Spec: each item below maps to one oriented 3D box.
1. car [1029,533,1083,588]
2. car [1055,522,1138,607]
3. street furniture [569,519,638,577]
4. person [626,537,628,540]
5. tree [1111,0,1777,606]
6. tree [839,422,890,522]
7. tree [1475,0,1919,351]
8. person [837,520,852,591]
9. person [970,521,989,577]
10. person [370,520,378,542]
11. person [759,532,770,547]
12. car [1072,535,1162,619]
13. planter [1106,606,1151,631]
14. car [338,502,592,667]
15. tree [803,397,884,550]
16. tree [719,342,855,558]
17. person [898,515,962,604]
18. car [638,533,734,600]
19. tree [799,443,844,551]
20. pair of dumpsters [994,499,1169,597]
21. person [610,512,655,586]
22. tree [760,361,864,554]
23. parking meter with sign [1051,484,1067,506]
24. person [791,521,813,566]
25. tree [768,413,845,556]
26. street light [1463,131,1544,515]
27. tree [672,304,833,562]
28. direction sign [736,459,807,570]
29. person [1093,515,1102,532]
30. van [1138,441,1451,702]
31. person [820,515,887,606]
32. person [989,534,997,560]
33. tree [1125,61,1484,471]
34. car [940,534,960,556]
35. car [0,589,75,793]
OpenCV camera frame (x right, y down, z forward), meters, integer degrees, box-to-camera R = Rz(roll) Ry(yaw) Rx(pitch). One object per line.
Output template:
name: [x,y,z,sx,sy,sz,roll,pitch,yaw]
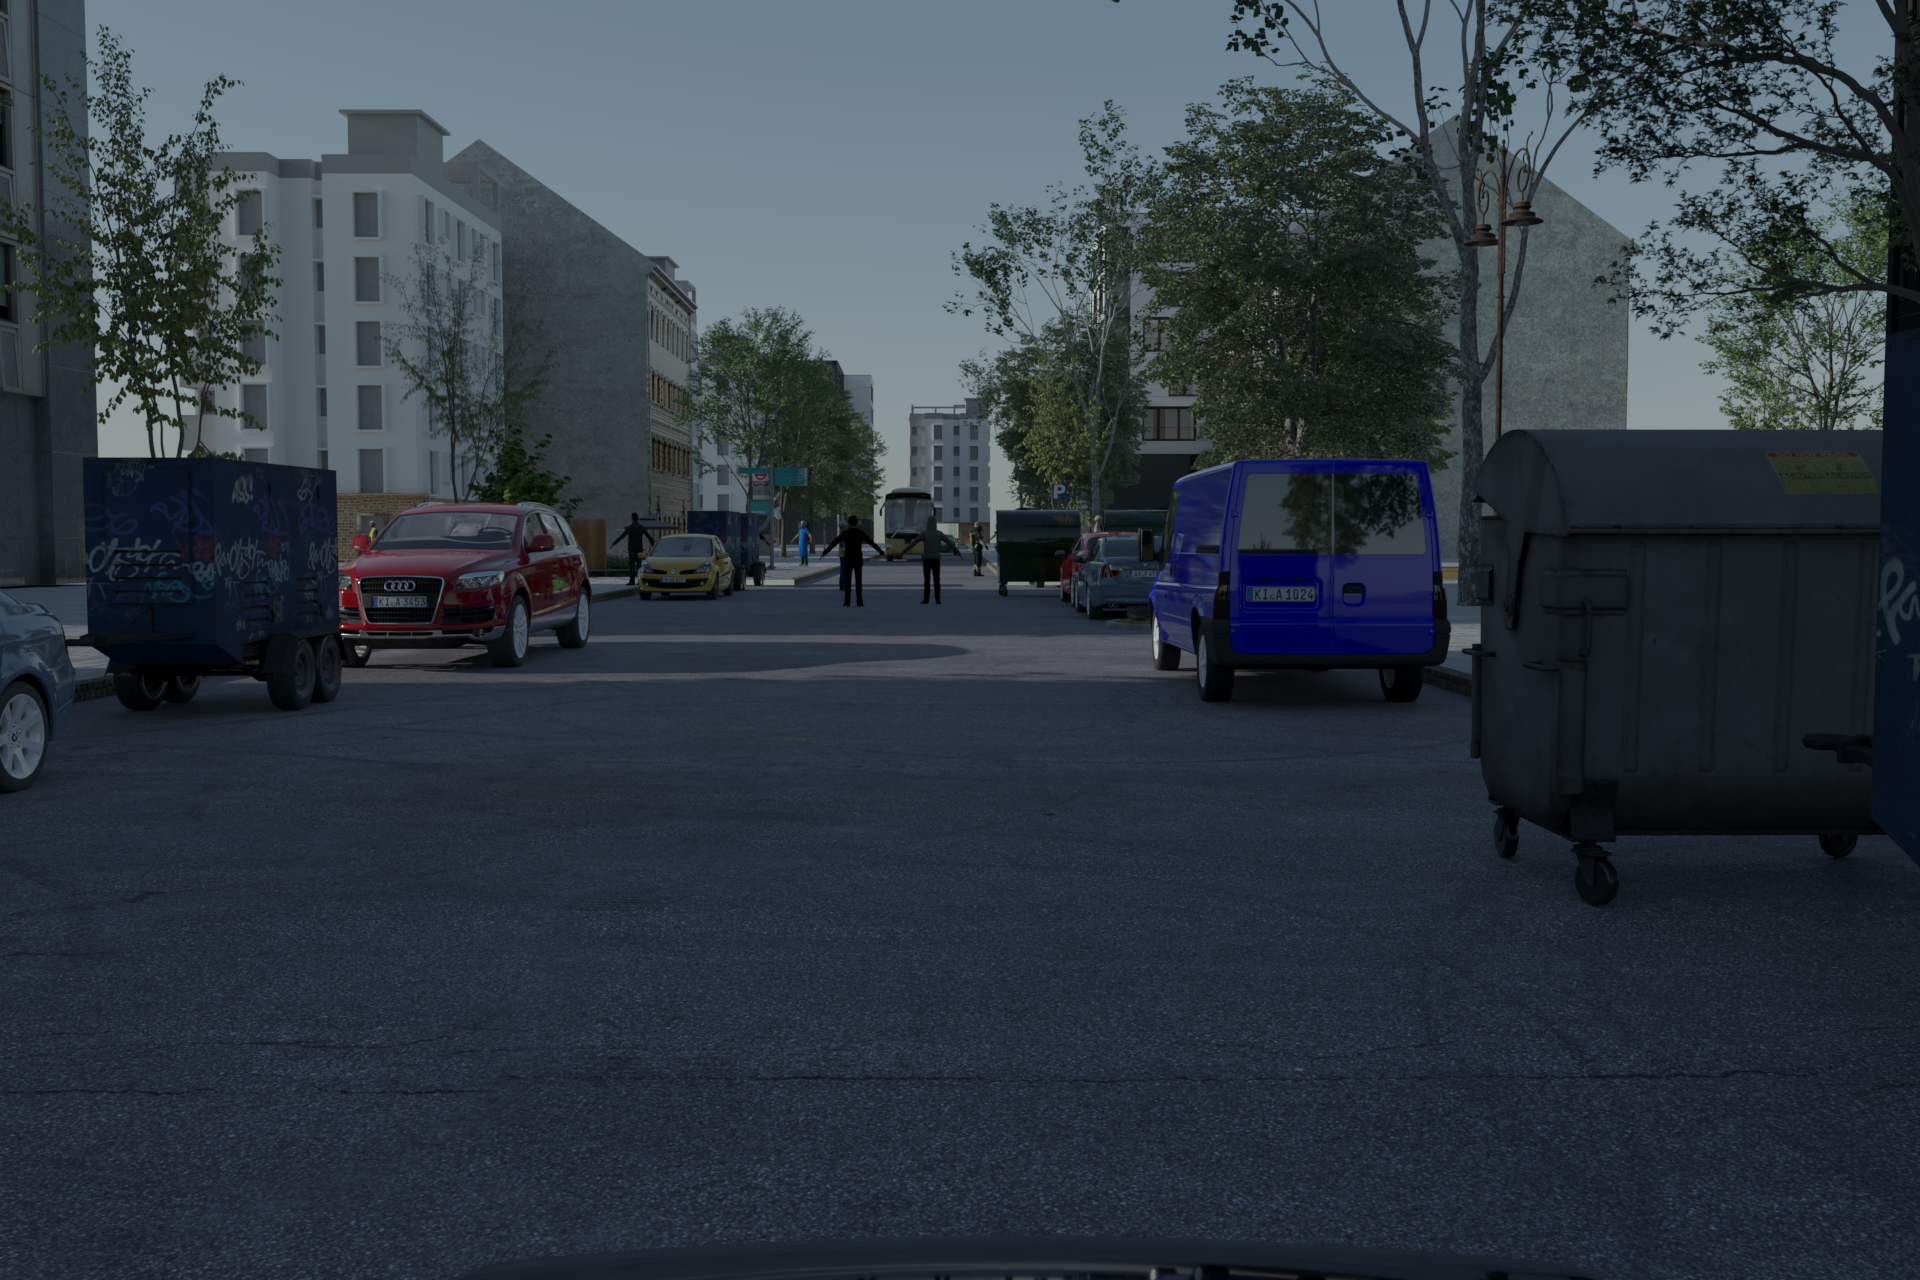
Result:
car: [2.854,-2.370,47.553,1.959,1.807,4.718,0,4,-1]
car: [3.040,-1.606,35.301,2.155,1.783,4.494,0,4,-1]
street furniture: [-12.583,-2.932,54.796,9.812,1.723,11.010,-1,4,-17]
person: [-16.643,-4.913,87.130,0.721,1.733,1.217,0,4,0]
tree: [7.918,-10.620,29.532,12.611,20.169,13.585,0,3,0]
tree: [-10.104,-13.902,153.056,9.928,11.665,9.643,0,3,0]
tree: [9.141,-4.959,15.494,8.767,10.594,7.601,1,4,9]
person: [-2.833,-2.109,43.399,0.721,1.772,1.216,0,4,4]
person: [0.636,-3.075,58.511,0.705,1.856,1.354,-1,4,-19]
person: [-23.731,-3.917,70.004,0.705,1.833,1.349,-2,4,-31]
person: [-6.329,-2.804,51.614,1.354,1.858,0.705,-1,4,-14]
car: [3.002,-1.122,30.341,2.014,1.417,4.499,0,4,0]
planter: [3.262,-0.334,26.593,1.991,0.319,1.994,0,4,0]
car: [-5.739,-0.712,20.322,2.281,1.827,5.304,0,3,0]
tree: [-10.185,-13.604,140.551,7.486,12.596,7.792,0,3,0]
tree: [-9.558,-10.290,94.001,9.928,11.665,9.643,0,3,0]
person: [-0.587,-1.648,35.533,1.348,1.813,0.705,-1,4,-13]
car: [-6.140,-1.760,38.999,2.015,1.641,3.980,0,3,0]
tree: [-9.513,-10.603,123.715,4.360,8.622,3.978,0,3,0]
pair of dumpsters: [3.008,-2.147,40.051,4.436,2.255,1.574,0,4,-1]
person: [-8.126,-2.274,43.244,0.705,1.821,1.348,3,5,44]
tree: [-9.897,-11.927,113.135,7.486,12.596,7.792,0,3,0]
parking meter with sign: [3.420,-3.832,58.921,0.543,3.016,1.738,0,3,0]
person: [-6.302,-3.882,69.595,0.704,1.817,1.347,-3,5,-42]
tree: [-9.711,-9.305,102.495,4.360,8.622,3.978,0,3,0]
street light: [6.364,-2.915,20.452,0.468,5.910,1.993,0,4,-1]
tree: [-9.456,-9.327,78.259,9.928,11.665,9.643,0,3,0]
direction sign: [-6.737,-4.516,62.603,2.525,3.948,1.411,0,4,-1]
person: [4.227,-2.859,52.606,0.705,1.847,1.347,0,4,7]
van: [2.985,-0.739,16.462,2.240,2.365,5.245,0,4,-1]
person: [-2.116,-1.575,34.388,1.347,1.806,0.705,0,4,-2]
person: [2.009,-4.827,85.110,1.347,1.806,0.705,-2,4,-35]
tree: [9.455,-8.617,47.547,9.857,13.997,8.962,0,3,0]
car: [-1.072,-6.371,115.962,2.131,1.459,4.920,0,3,0]
car: [-6.080,0.222,8.372,2.014,1.417,4.499,0,3,0]
